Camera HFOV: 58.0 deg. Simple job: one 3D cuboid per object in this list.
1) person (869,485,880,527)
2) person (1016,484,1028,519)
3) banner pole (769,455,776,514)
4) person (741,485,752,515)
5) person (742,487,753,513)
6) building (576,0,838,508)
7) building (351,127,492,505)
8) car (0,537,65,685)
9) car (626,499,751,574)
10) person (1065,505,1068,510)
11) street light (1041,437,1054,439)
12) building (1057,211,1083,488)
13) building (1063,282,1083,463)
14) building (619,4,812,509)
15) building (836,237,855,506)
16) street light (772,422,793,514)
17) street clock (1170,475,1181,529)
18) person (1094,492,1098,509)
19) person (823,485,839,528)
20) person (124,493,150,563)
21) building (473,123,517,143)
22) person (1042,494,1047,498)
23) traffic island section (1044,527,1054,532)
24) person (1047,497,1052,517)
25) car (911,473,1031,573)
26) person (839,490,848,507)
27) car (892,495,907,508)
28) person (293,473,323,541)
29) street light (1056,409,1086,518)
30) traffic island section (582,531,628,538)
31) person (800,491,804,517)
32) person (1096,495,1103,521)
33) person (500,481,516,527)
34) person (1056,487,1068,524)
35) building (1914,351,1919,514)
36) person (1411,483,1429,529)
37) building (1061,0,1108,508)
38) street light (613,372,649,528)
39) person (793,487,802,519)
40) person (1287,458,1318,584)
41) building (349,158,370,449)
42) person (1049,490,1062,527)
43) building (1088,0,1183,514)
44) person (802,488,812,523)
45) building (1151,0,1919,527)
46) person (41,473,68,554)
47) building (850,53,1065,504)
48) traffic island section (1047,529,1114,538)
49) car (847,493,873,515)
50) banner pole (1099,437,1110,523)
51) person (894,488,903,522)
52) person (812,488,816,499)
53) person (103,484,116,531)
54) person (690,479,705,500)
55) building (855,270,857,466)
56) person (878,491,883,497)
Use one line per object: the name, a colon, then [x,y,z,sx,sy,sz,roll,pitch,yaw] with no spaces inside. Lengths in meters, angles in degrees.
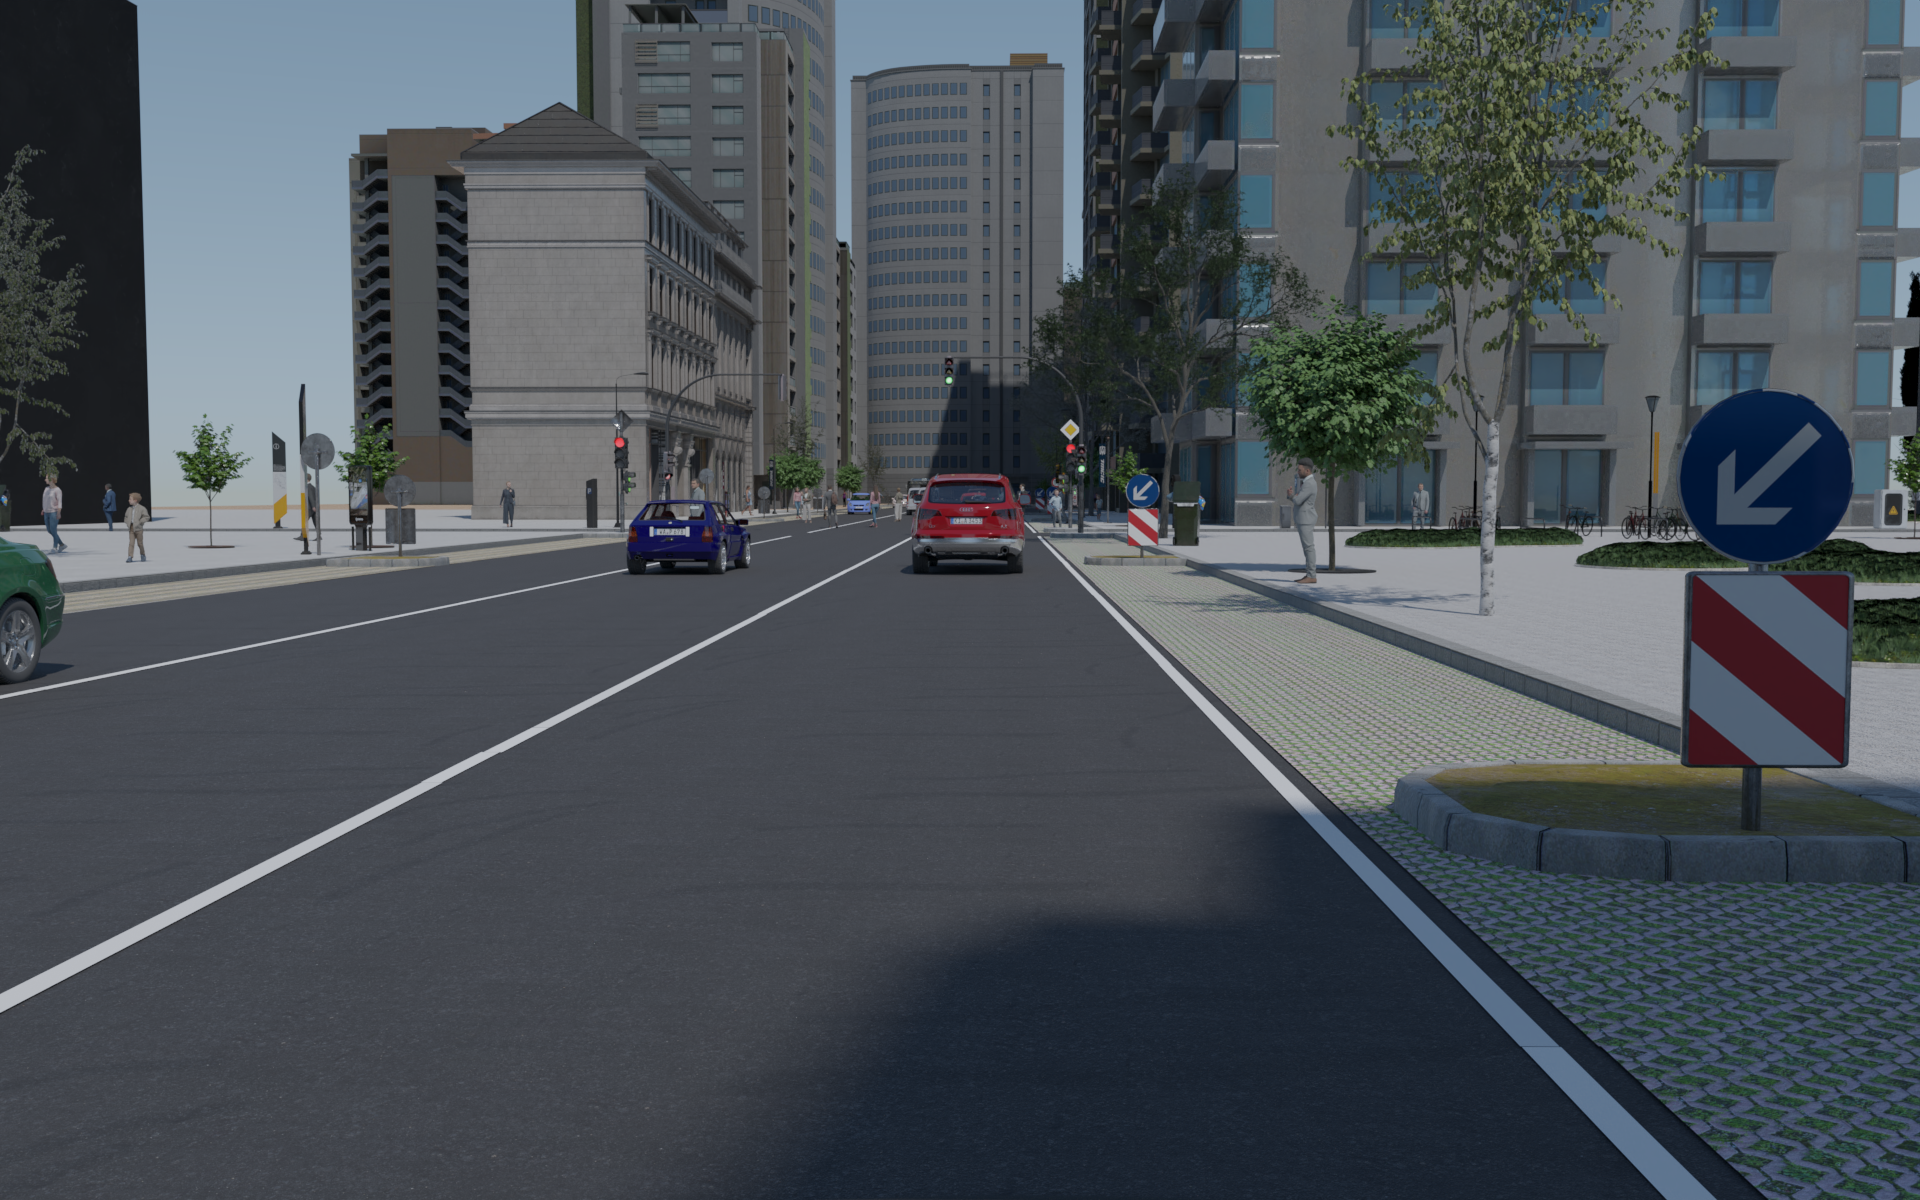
person: [-3.655,-4.045,74.639,0.555,1.821,0.388,-3,5,-43]
person: [2.767,-4.355,79.069,0.648,1.900,0.474,1,4,18]
banner pole: [-11.928,-7.364,110.416,0.401,3.779,0.863,-3,5,-41]
person: [-12.627,-5.915,102.851,0.778,1.811,0.616,0,4,6]
person: [-14.257,-6.706,115.779,0.850,1.850,0.679,2,4,27]
building: [-23.799,-38.316,168.469,21.231,58.520,28.212,0,4,1]
building: [-63.142,-34.116,207.912,14.200,45.320,14.600,0,4,1]
car: [-8.042,0.003,11.755,2.131,1.459,4.920,0,4,1]
car: [-4.992,-1.203,32.248,1.945,1.354,3.894,0,4,3]
person: [8.082,-7.972,136.663,0.850,1.792,0.678,-1,4,-21]
street light: [7.279,-10.255,140.212,1.470,5.913,1.316,0,4,1]
building: [27.009,-31.175,201.590,32.217,40.220,23.993,0,4,1]
building: [20.718,-28.210,232.937,14.107,30.474,14.160,0,4,1]
building: [-20.435,-28.392,147.811,14.154,41.232,14.086,0,4,1]
building: [-19.538,-25.606,190.359,14.160,30.474,14.107,0,4,1]
street light: [-11.429,-8.500,111.514,1.470,5.913,1.316,0,4,1]
street clock: [8.012,-3.658,64.374,0.358,2.002,0.471,-1,4,-17]
person: [11.487,-8.366,146.058,0.421,1.427,0.697,0,4,-1]
person: [-5.415,-3.933,72.771,0.622,1.834,0.822,-1,4,-15]
person: [-15.468,-1.360,32.550,0.475,1.303,0.640,0,4,-6]
building: [-41.222,-33.583,203.712,28.867,44.769,22.147,0,4,1]
person: [8.888,-10.946,185.022,1.348,1.823,0.705,0,4,-6]
traffic island section: [4.172,-2.627,65.229,2.009,0.180,2.903,0,4,1]
person: [5.076,-5.378,96.628,0.606,1.804,0.583,2,4,31]
car: [0.203,-1.479,32.861,2.281,1.827,5.304,0,4,2]
person: [-11.647,-10.211,173.674,1.217,1.739,0.721,3,5,45]
car: [-6.119,-10.373,181.959,2.083,1.381,4.827,0,4,-1]
person: [-17.779,-2.531,47.194,0.755,1.850,0.659,0,4,2]
street light: [6.145,-7.446,94.289,1.470,5.913,1.316,0,4,1]
traffic island section: [-11.237,-2.159,57.575,2.009,0.180,2.903,0,4,1]
person: [-9.998,-6.071,109.571,0.589,1.601,0.330,1,4,15]
person: [6.711,-4.443,83.362,0.332,1.250,0.352,2,4,23]
person: [-17.412,-3.685,66.712,0.576,1.772,0.534,-2,4,-27]
person: [4.890,-4.578,83.618,0.850,1.792,0.678,0,4,3]
building: [61.179,-32.614,75.241,28.212,58.520,21.231,0,4,1]
person: [15.910,-3.141,59.959,0.635,1.810,0.391,1,4,22]
building: [21.178,-45.261,178.271,20.563,71.187,20.611,0,4,1]
street light: [-12.533,-5.716,65.995,1.470,5.913,1.316,0,4,1]
person: [-9.441,-5.626,100.502,0.555,1.821,0.388,-3,5,-39]
person: [4.923,-1.146,24.956,0.466,1.800,0.511,0,4,-4]
building: [-68.947,-37.534,237.385,21.600,48.544,21.300,0,4,1]
person: [3.740,-3.485,67.287,0.589,1.601,0.330,-1,4,-15]
building: [20.673,-28.768,124.974,22.147,44.769,28.867,0,4,1]
person: [-7.658,-4.729,86.373,0.519,1.759,0.362,1,4,14]
building: [23.857,-27.946,76.523,30.456,49.044,23.786,0,4,1]
person: [-19.571,-1.878,37.426,0.731,1.740,0.598,1,4,18]
building: [-0.375,-42.410,235.400,28.212,58.520,21.231,0,4,1]
traffic island section: [4.001,-2.139,57.245,2.009,0.180,2.903,0,4,1]
car: [-6.958,-6.867,121.871,1.945,1.707,3.694,0,4,2]
banner pole: [6.325,-5.241,75.706,0.401,3.779,0.863,3,5,44]
person: [-3.217,-4.970,90.308,0.519,1.759,0.362,-3,5,-42]
person: [-12.177,-8.542,146.236,0.617,1.759,0.750,0,4,-5]
person: [-30.590,-3.280,62.305,0.419,1.800,0.721,-1,4,-16]
person: [-6.433,-2.064,42.349,0.391,1.810,0.635,-3,4,-36]
building: [-19.639,-26.708,208.384,14.107,30.474,14.160,0,4,1]
person: [-10.343,-12.948,220.183,1.348,1.826,0.705,1,4,13]
